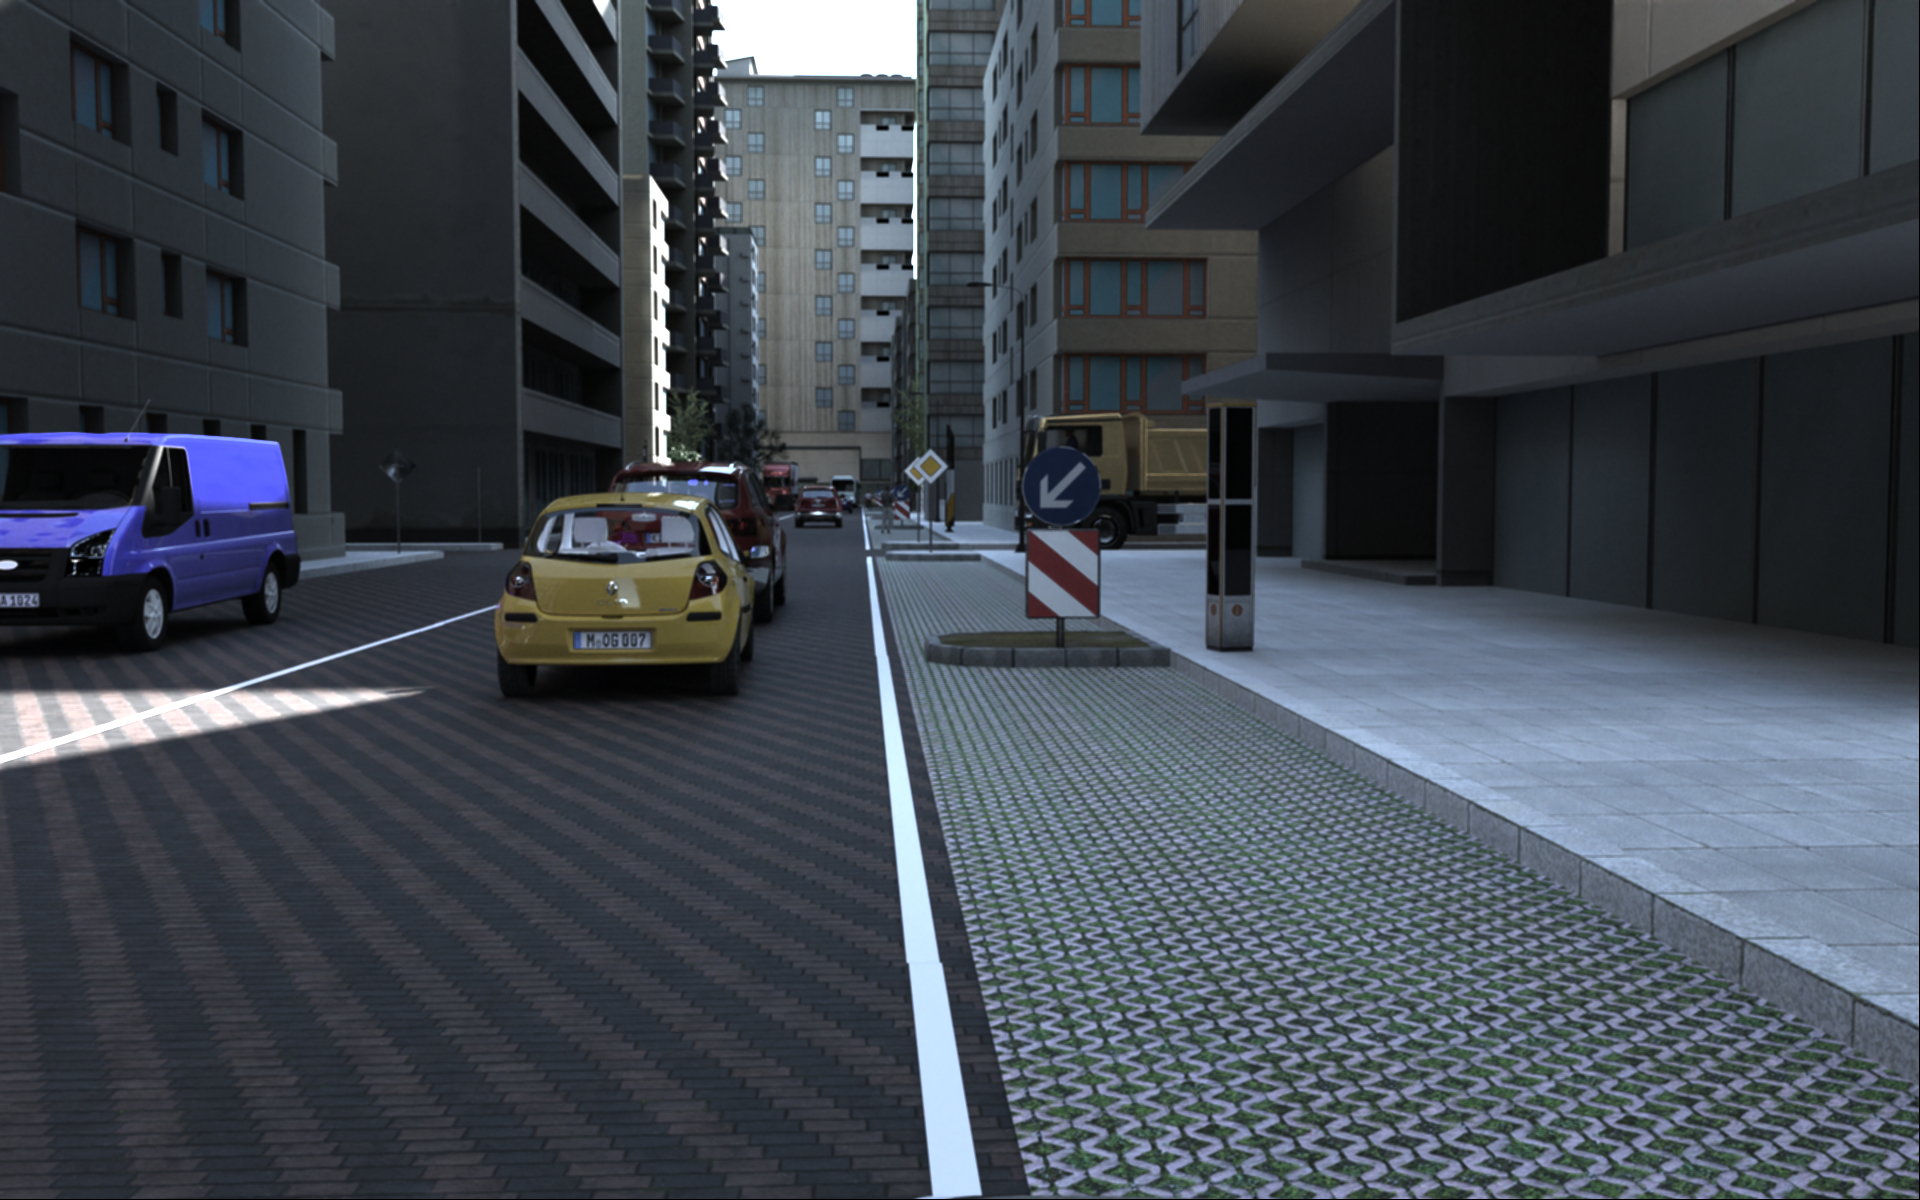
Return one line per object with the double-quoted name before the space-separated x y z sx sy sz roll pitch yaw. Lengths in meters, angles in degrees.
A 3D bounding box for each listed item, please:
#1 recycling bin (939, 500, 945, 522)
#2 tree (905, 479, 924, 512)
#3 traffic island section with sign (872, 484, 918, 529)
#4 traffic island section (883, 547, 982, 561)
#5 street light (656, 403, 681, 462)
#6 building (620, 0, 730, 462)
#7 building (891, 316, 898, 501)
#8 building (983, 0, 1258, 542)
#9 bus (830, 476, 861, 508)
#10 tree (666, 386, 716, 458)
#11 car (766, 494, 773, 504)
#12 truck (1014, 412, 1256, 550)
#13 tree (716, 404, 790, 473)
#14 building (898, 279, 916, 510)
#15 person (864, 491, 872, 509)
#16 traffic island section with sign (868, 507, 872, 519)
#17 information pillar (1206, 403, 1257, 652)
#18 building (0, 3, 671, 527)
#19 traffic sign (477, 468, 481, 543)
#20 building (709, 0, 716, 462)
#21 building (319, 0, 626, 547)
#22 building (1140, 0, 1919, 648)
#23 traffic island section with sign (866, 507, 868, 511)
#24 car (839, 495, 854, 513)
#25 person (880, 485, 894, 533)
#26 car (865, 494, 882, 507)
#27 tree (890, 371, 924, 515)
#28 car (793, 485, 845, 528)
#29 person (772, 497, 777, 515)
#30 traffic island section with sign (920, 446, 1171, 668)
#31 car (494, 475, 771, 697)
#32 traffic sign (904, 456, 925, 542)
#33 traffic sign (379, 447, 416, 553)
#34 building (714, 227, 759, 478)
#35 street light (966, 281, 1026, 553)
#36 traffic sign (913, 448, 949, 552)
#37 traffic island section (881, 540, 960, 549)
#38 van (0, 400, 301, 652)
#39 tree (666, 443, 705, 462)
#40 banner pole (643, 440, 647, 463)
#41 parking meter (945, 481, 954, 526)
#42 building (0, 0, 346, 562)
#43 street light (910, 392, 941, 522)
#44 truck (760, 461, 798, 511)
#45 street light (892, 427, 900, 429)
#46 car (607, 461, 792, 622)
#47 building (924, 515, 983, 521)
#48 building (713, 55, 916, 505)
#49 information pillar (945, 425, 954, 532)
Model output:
"recycling bin" -0.677 -4.150 80.408 0.722 1.027 0.722 -1 4 -8
"tree" -2.823 -7.911 123.947 1.663 3.219 1.824 0 3 0
"traffic island section with sign" -2.486 -3.791 70.612 1.989 1.847 2.006 0 4 -3
"traffic island section" -0.621 -0.966 38.081 2.009 0.180 2.903 0 4 -3
"street light" -14.972 -7.111 88.799 1.470 5.913 1.316 0 4 -3
"building" -29.546 -29.287 133.471 22.147 44.769 28.867 0 4 -3
"building" 6.764 -20.711 183.662 27.650 21.520 28.899 0 4 -3
"building" 16.188 -13.130 59.707 28.899 21.520 27.650 0 4 -3
"bus" -12.141 -11.553 183.751 2.948 3.499 13.247 0 4 -1
"tree" -18.603 -10.196 117.075 4.737 8.622 4.395 0 3 0
"car" -15.611 -7.718 136.409 2.015 1.641 3.980 0 4 -4
"truck" 5.430 -2.843 42.409 9.791 3.379 3.469 0 4 -5
"tree" -21.113 -14.643 173.819 8.767 10.594 7.601 0 4 1
"building" 8.926 -18.917 154.330 27.650 21.520 28.899 0 4 -3
"person" -7.959 -8.653 150.917 0.756 1.711 0.436 1 4 21
"traffic island section with sign" -4.032 -5.440 97.574 1.989 1.847 2.006 0 4 -3
"information pillar" 2.213 -0.592 14.171 0.304 2.012 0.304 -1 4 -16
"building" -30.209 -14.828 87.469 27.650 21.520 28.899 0 4 -3
"traffic sign" -12.578 -2.550 45.339 0.795 2.450 0.064 0 4 -3
"building" -30.819 -43.981 157.340 20.563 71.187 20.611 0 4 -3
"building" -22.812 -26.307 53.825 21.300 48.544 21.600 0 4 -3
"building" 17.807 -26.491 22.359 28.713 52.752 27.495 0 4 -3
"traffic island section with sign" -6.943 -8.549 148.396 1.989 1.847 2.006 0 4 -3
"car" -8.947 -7.175 129.892 1.945 1.354 3.894 0 4 -5
"person" -2.631 -3.317 63.289 0.519 1.759 0.362 1 4 17
"car" -9.047 -10.467 181.362 2.015 1.641 3.980 0 4 -4
"tree" -2.061 -9.423 104.421 4.737 8.622 4.395 0 3 0
"car" -6.165 -4.104 75.767 2.281 1.827 5.304 0 4 -4
"person" -9.177 -4.472 85.865 0.306 1.304 0.590 1 4 10
"traffic island section with sign" 0.696 -0.398 15.137 1.989 1.847 2.006 0 4 -3
"car" -2.529 -0.214 13.727 2.015 1.641 3.980 0 4 -5
"traffic sign" -1.102 -2.589 45.975 0.795 2.450 0.064 0 4 -3
"traffic sign" -12.121 -2.063 37.367 0.795 2.450 0.064 0 4 -3
"building" -29.103 -25.503 188.668 14.107 30.474 14.160 0 4 -3
"street light" 0.828 -4.002 37.970 1.470 5.913 1.316 0 4 -3
"traffic sign" -0.644 -2.102 38.003 0.795 2.450 0.064 0 4 -3
"traffic island section" -1.078 -1.454 46.053 2.009 0.180 2.903 0 4 -3
"van" -8.394 -0.797 17.418 2.240 2.365 5.245 0 4 -5
"tree" -17.738 -7.773 110.805 4.285 4.588 4.351 0 3 0
"banner pole" -14.500 -5.493 79.834 0.401 3.779 0.863 0 4 1
"parking meter" -0.411 -3.873 69.037 0.255 1.863 0.399 2 4 24
"building" -26.253 -10.720 20.308 28.899 21.520 27.650 0 4 -3
"street light" -1.541 -6.500 78.822 1.470 5.913 1.316 0 4 -3
"truck" -15.678 -9.928 151.232 2.839 4.237 11.283 0 4 -2
"street light" -3.997 -9.062 120.701 1.470 5.913 1.316 0 4 -3
"car" -3.191 -0.747 20.885 2.281 1.827 5.304 0 4 -3
"building" 5.119 -24.690 87.282 14.154 41.232 14.086 0 4 -3
"building" -16.850 -38.439 217.716 27.495 52.752 28.713 0 4 -3
"information pillar" -0.331 -4.106 58.494 0.183 3.616 0.504 -1 4 -22
